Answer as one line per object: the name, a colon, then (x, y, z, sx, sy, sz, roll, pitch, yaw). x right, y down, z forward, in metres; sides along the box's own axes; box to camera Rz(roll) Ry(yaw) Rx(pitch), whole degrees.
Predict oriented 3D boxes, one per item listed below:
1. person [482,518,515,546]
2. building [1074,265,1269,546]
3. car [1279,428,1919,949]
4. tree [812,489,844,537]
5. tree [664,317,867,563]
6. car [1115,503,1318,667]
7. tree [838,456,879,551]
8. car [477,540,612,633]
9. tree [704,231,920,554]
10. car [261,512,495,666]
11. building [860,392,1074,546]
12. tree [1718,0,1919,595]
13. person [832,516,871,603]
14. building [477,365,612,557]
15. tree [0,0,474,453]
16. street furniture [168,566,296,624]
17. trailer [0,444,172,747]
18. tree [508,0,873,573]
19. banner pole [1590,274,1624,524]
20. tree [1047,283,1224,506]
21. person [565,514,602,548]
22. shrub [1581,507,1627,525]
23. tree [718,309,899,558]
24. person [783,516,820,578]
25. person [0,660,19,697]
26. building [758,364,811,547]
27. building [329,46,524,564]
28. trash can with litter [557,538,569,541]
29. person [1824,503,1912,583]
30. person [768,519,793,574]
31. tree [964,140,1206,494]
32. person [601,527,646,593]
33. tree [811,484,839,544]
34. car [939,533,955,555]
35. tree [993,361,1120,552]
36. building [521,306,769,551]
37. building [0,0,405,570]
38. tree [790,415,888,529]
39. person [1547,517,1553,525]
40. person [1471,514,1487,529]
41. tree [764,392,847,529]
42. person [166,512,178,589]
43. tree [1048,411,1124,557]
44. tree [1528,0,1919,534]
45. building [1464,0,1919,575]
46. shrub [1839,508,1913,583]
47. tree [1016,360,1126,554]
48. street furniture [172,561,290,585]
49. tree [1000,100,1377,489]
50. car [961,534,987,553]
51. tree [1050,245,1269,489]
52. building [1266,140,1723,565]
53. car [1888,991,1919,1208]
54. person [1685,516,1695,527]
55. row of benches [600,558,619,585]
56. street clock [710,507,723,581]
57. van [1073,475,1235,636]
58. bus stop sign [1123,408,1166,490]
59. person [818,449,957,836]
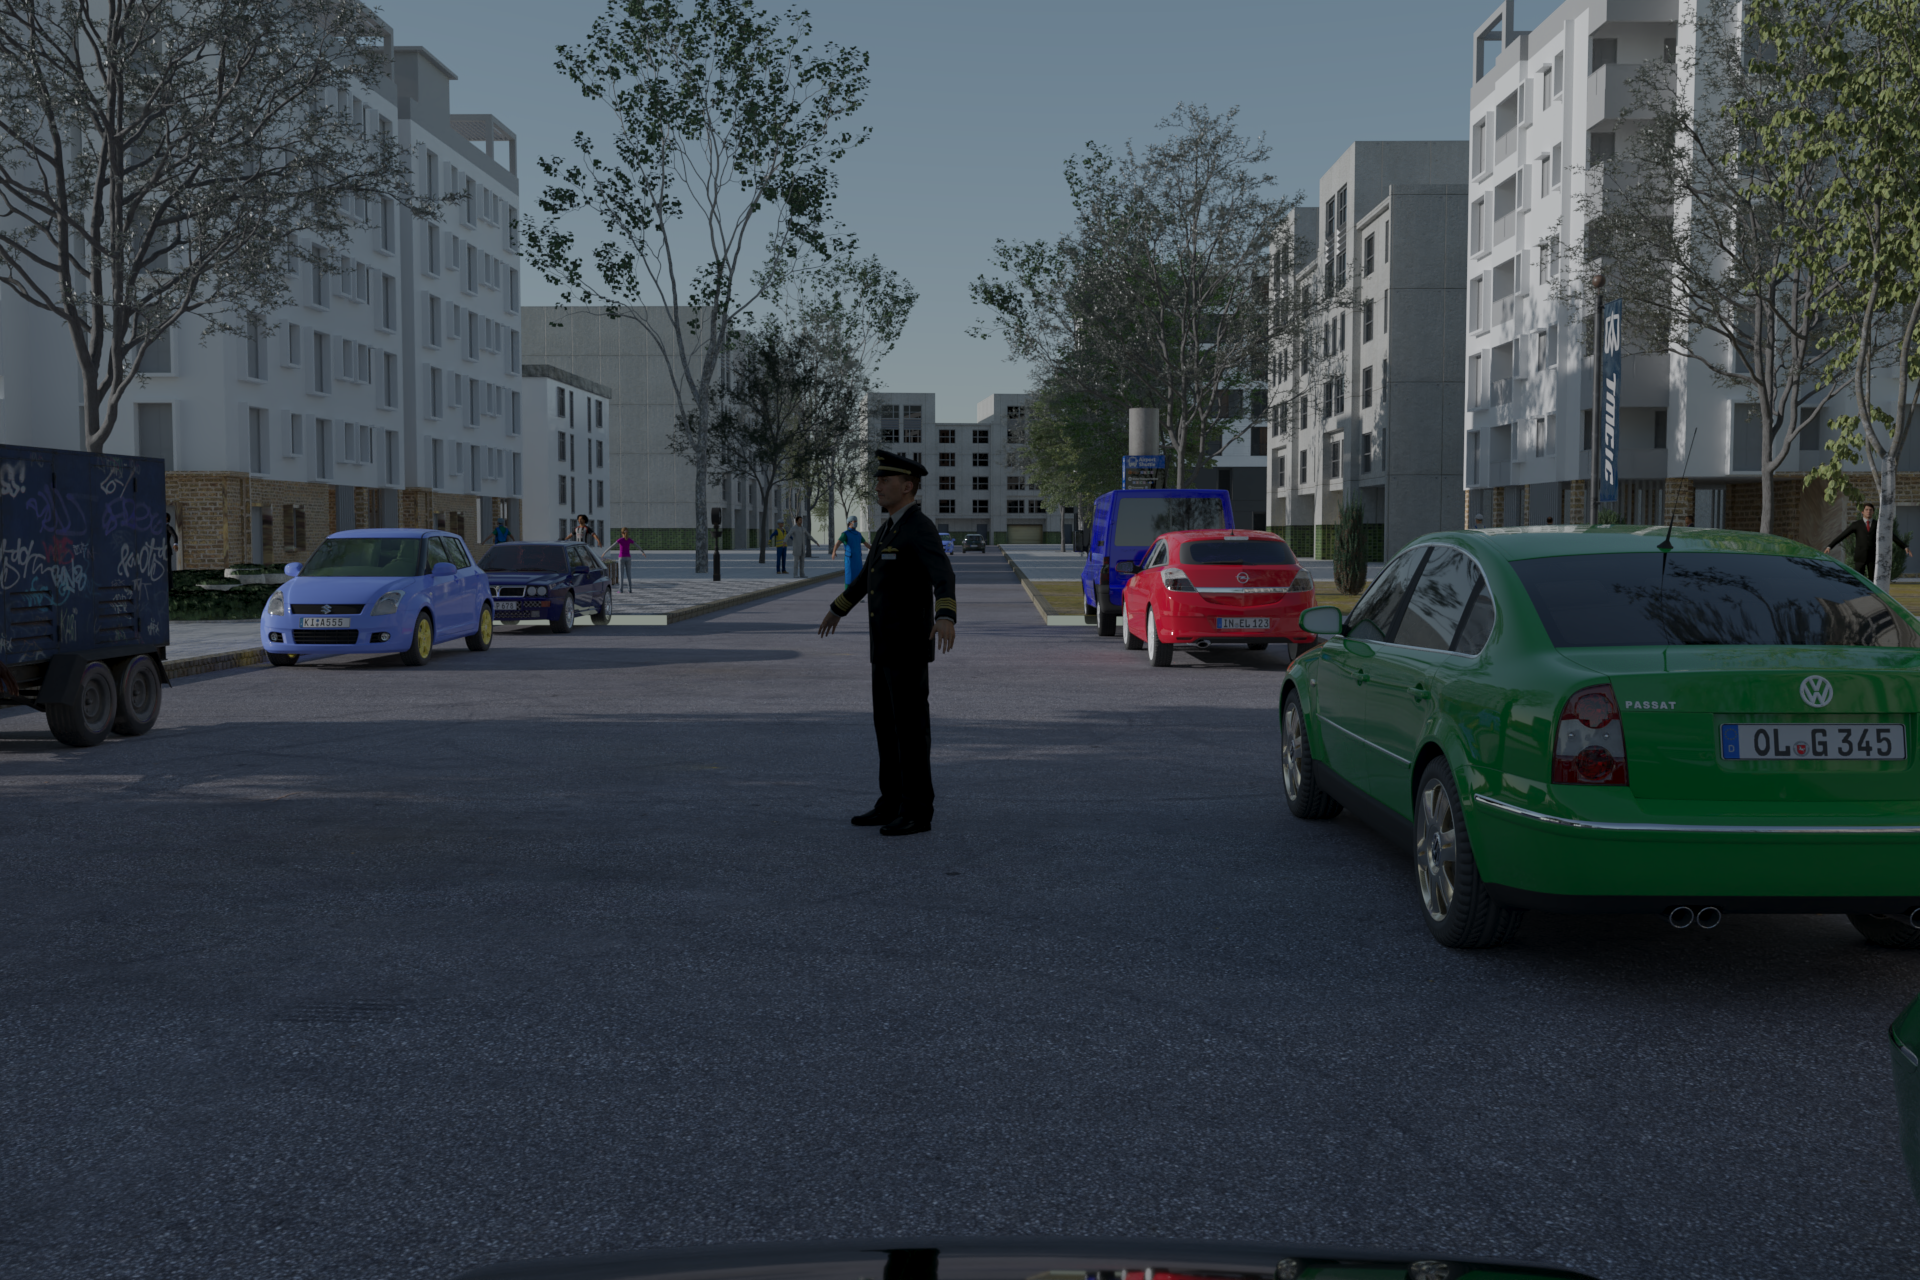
person: (-15.196, -3.127, 57.252, 0.704, 1.817, 1.347, 3, 4, 38)
building: (23.558, -18.583, 147.806, 27.936, 21.610, 32.646, 0, 4, 1)
car: (2.540, 0.088, 7.356, 1.959, 1.807, 4.718, 0, 4, 0)
tree: (-16.395, -16.423, 218.873, 4.360, 8.622, 3.978, 0, 3, 0)
tree: (-8.550, -8.600, 75.027, 8.767, 10.594, 7.601, -1, 4, -21)
car: (2.933, -0.681, 20.171, 2.155, 1.783, 4.494, 0, 4, 0)
tree: (-6.821, -11.249, 134.287, 4.360, 8.622, 3.978, 0, 3, 0)
car: (-6.460, -0.834, 26.223, 1.945, 1.354, 3.894, 0, 4, 1)
tree: (-9.214, -15.508, 109.446, 12.611, 20.169, 13.585, 0, 3, 0)
car: (-6.636, -0.632, 19.933, 1.945, 1.707, 3.694, 0, 4, 1)
building: (3.256, -21.741, 224.387, 31.486, 18.905, 16.747, 0, 4, -6)
tree: (9.239, -4.061, 16.766, 4.737, 8.622, 4.395, 0, 3, 0)
person: (-2.213, -1.683, 36.109, 0.704, 1.817, 1.347, 3, 5, 43)
building: (-24.604, -9.651, 99.946, 9.099, 9.664, 28.070, 0, 4, 1)
tree: (-12.412, -6.999, 24.798, 12.009, 13.543, 11.850, 0, 3, 0)
street furniture: (-12.243, -0.877, 29.967, 5.734, 0.657, 10.072, 1, 4, 11)
trailer: (-6.530, -0.257, 11.244, 1.471, 1.999, 3.904, 0, 4, 1)
tree: (-8.897, -12.368, 58.101, 12.611, 20.169, 13.585, 0, 3, 0)
banner pole: (6.159, -1.625, 16.579, 0.401, 3.779, 0.863, 0, 4, 1)
tree: (7.348, -9.444, 72.532, 7.486, 12.596, 7.792, 0, 3, 0)
person: (-10.405, -2.540, 47.670, 1.345, 1.843, 0.704, 1, 4, 20)
shrub: (17.008, -2.516, 45.564, 1.690, 2.028, 1.600, 0, 3, 0)
tree: (-8.129, -11.244, 94.210, 12.009, 13.543, 11.850, 0, 3, 0)
person: (-4.701, -2.730, 50.815, 1.347, 1.806, 0.705, -3, 5, -44)
person: (-3.772, 0.184, 5.573, 1.348, 1.813, 0.705, 0, 4, -5)
building: (-26.183, -19.459, 184.607, 16.747, 18.905, 31.486, 0, 4, 2)
building: (-25.862, -12.985, 68.721, 16.016, 20.090, 11.380, 0, 4, 1)
trash can with litter: (-7.115, -1.273, 31.867, 1.678, 1.210, 2.233, 0, 4, 2)
person: (15.410, -1.422, 29.430, 1.347, 1.806, 0.705, 1, 4, 21)
person: (-5.718, -3.023, 55.891, 1.216, 1.772, 0.721, -3, 5, -44)
tree: (6.131, -14.099, 86.404, 12.611, 20.169, 13.585, 0, 3, 0)
person: (-7.279, -1.729, 37.542, 0.991, 1.433, 0.599, -2, 4, -27)
tree: (-17.895, -16.801, 225.063, 4.737, 8.622, 4.395, 0, 3, 0)
car: (-1.293, -6.717, 119.410, 1.945, 1.707, 3.694, 0, 4, 1)
tree: (7.211, -12.960, 122.271, 12.009, 13.543, 11.850, 0, 3, 0)
building: (-26.924, -17.359, 150.272, 16.747, 18.905, 31.486, 0, 4, 1)
building: (-25.982, -11.943, 51.685, 16.016, 20.090, 11.380, 0, 4, 1)
tree: (-8.166, -11.725, 126.110, 8.767, 10.594, 7.601, -1, 4, -23)
person: (17.619, -2.781, 51.748, 1.348, 1.796, 0.705, 2, 4, 35)
person: (14.609, -2.628, 48.825, 1.347, 1.847, 0.705, 0, 4, -7)
tree: (-8.181, -8.171, 83.953, 4.360, 8.622, 3.978, 0, 3, 0)
person: (-16.630, -1.795, 36.064, 1.216, 1.740, 0.721, 2, 4, 34)
tree: (7.156, -9.026, 97.943, 4.737, 8.622, 4.395, 0, 3, 0)
tree: (16.598, -7.627, 35.065, 12.009, 13.543, 11.850, 0, 3, 0)
building: (23.962, -12.630, 62.918, 16.016, 20.090, 11.380, 0, 4, 1)
shrub: (23.512, -2.451, 44.499, 1.690, 2.028, 1.600, 0, 3, 0)
tree: (7.337, -11.779, 110.711, 7.486, 12.596, 7.792, 0, 3, 0)
street furniture: (-16.236, -1.689, 43.242, 5.734, 0.657, 10.072, 2, 4, 25)
tree: (6.329, -8.447, 48.485, 12.009, 13.543, 11.850, 0, 3, 0)
car: (1.041, -7.330, 129.635, 2.009, 1.686, 4.222, 0, 4, 1)
tree: (6.965, -8.236, 60.411, 9.928, 11.665, 9.643, 0, 3, 0)
building: (26.264, -13.459, 86.520, 16.747, 18.905, 31.486, 0, 4, 1)
car: (2.519, 0.656, 1.066, 2.131, 1.459, 4.920, 0, 3, 0)
person: (20.472, -2.597, 48.682, 0.704, 1.802, 1.346, 1, 4, 20)
row of benches: (-8.946, -1.684, 42.992, 1.422, 0.672, 4.104, 0, 4, -6)
street clock: (-6.622, -2.602, 47.107, 0.358, 2.002, 0.471, 0, 3, 0)
van: (2.888, -1.315, 25.889, 2.240, 2.365, 5.245, 0, 4, 0)
bus stop sign: (3.866, -2.903, 36.472, 0.837, 3.901, 0.837, 0, 4, 2)
person: (-0.315, 0.000, 8.388, 0.705, 1.837, 1.347, -2, 4, -29)
